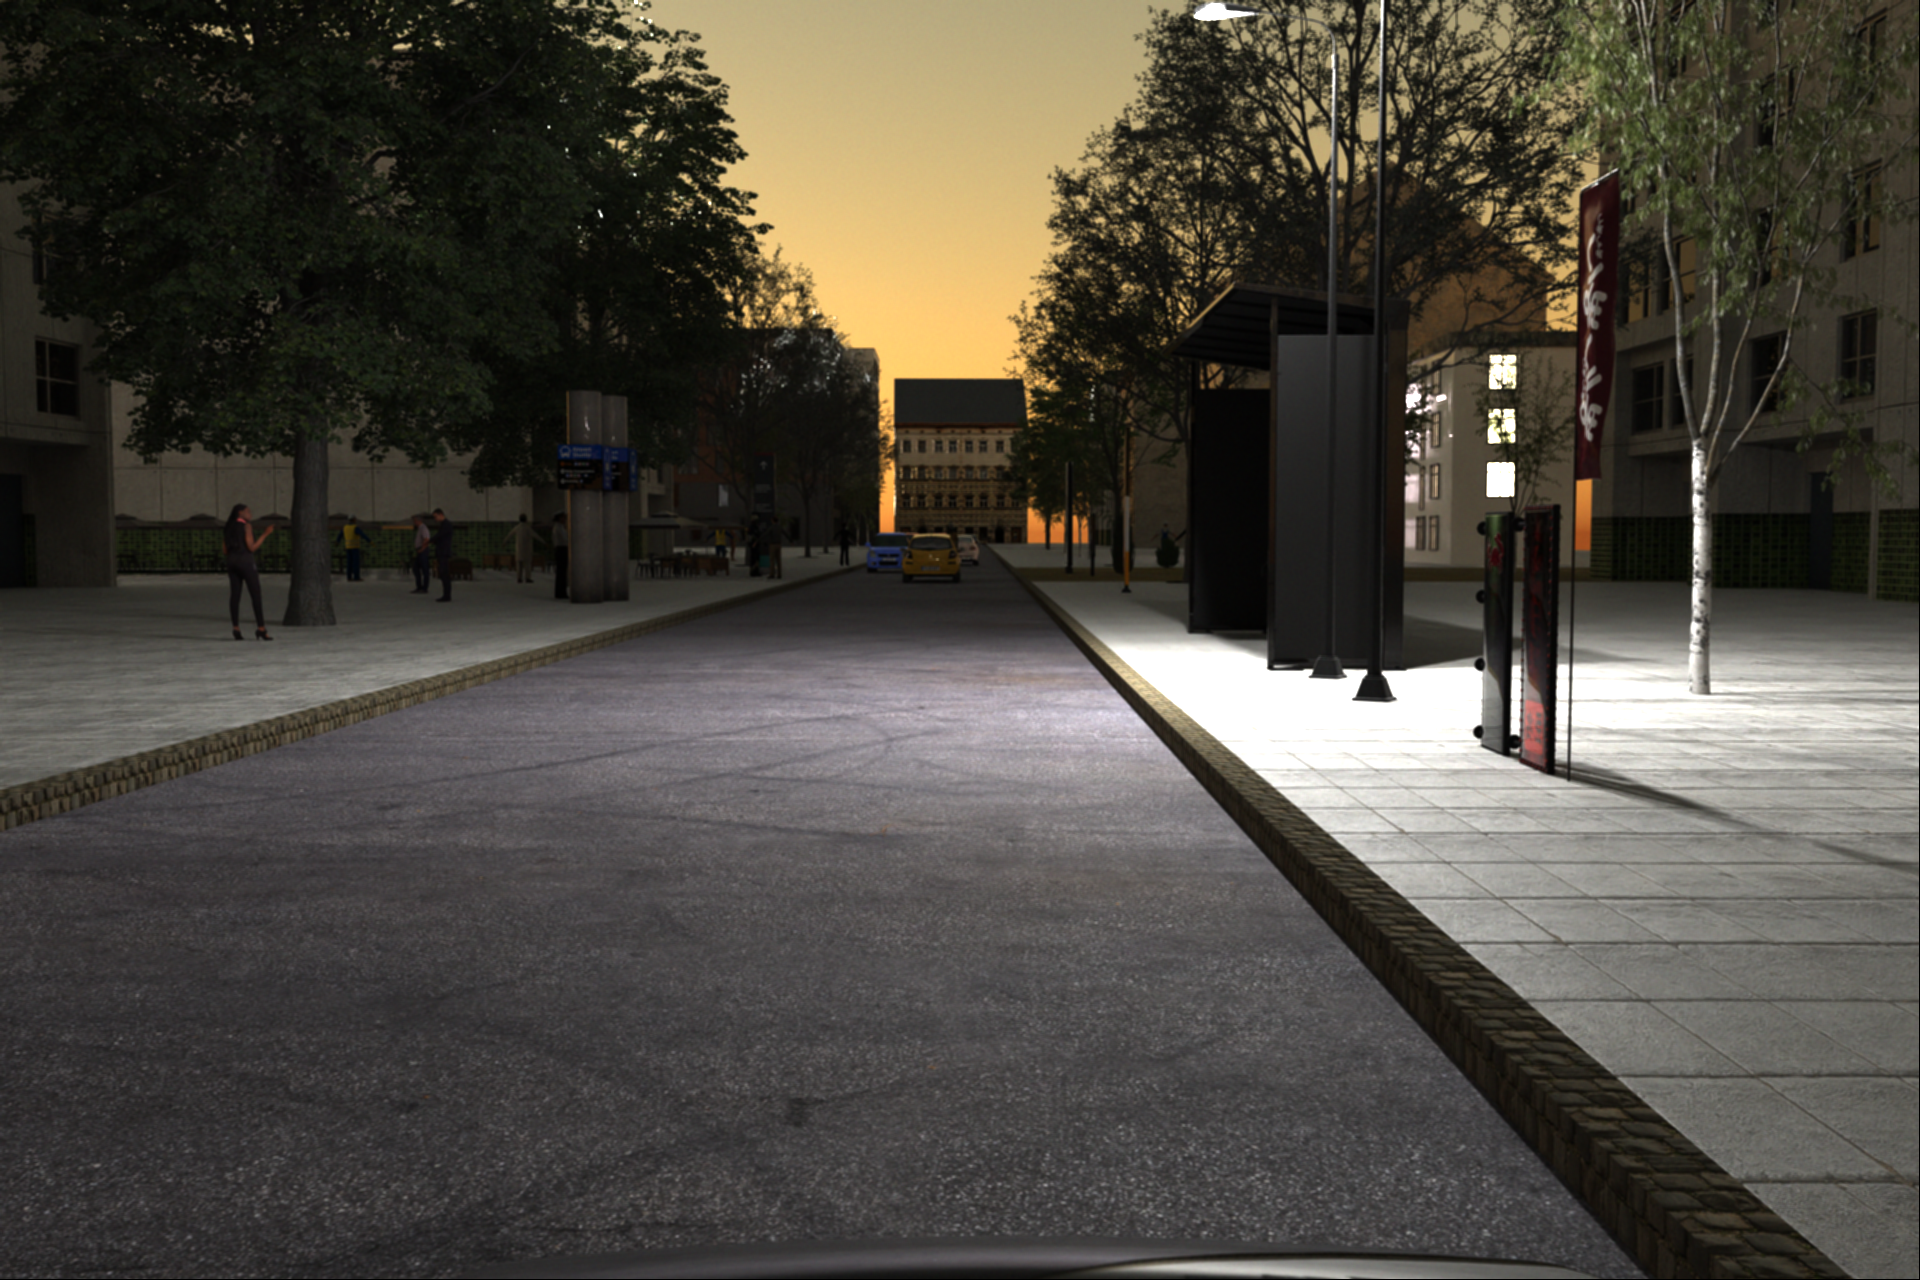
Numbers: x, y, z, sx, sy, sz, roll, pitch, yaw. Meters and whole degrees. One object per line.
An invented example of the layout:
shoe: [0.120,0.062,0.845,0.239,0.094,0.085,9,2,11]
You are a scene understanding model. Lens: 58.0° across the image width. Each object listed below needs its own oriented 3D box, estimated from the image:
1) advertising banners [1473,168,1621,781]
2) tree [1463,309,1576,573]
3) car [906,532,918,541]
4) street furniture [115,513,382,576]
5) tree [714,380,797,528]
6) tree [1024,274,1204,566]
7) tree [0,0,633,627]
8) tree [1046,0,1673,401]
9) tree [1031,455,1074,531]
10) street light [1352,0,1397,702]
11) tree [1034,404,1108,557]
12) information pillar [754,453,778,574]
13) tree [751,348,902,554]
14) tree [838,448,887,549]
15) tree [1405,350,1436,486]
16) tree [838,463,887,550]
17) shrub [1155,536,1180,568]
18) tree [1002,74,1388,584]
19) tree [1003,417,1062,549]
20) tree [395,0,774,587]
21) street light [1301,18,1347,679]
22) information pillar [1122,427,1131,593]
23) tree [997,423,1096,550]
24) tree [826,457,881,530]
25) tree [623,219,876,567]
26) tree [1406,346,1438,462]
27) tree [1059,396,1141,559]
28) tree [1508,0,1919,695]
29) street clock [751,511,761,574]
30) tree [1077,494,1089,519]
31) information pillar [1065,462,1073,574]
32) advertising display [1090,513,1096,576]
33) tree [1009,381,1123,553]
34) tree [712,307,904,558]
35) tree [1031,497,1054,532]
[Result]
advertising banners: [3.155,-0.808,9.406,0.090,3.025,2.074,0,4,0]
tree: [18.222,-6.530,57.131,4.360,8.622,3.978,0,3,0]
car: [-2.546,-4.598,84.215,2.155,1.783,4.494,0,3,0]
street furniture: [-33.402,-3.033,54.622,27.439,1.986,14.083,1,4,13]
tree: [-9.021,-7.815,78.130,4.737,8.622,4.395,0,3,0]
tree: [6.277,-8.798,69.599,9.928,11.665,9.643,0,3,0]
tree: [-9.201,-7.179,24.037,9.857,13.997,8.962,0,3,0]
tree: [6.602,-7.281,29.406,12.009,13.543,11.850,0,3,0]
tree: [7.655,-10.521,122.384,4.360,8.622,3.978,0,3,0]
street light: [3.742,-2.486,13.192,1.470,5.913,1.316,0,4,0]
tree: [6.878,-8.925,96.285,4.360,8.622,3.978,0,3,0]
information pillar: [-6.217,-4.033,55.323,0.750,3.857,0.750,0,4,0]
tree: [-8.862,-12.345,112.212,12.009,13.543,11.850,0,3,0]
tree: [-7.898,-11.895,144.839,4.737,8.622,4.395,0,3,0]
tree: [16.254,-7.076,66.063,4.737,8.622,4.395,0,3,0]
tree: [-8.247,-11.444,137.479,4.360,8.622,3.978,0,3,0]
shrub: [7.833,-3.321,65.416,1.383,1.207,1.383,0,3,0]
tree: [6.121,-8.236,45.030,12.009,13.543,11.850,0,3,0]
tree: [7.630,-13.850,152.200,9.928,11.665,9.643,0,3,0]
tree: [-9.431,-8.271,41.889,9.857,13.997,8.962,0,3,0]
street light: [3.825,-2.613,15.269,1.470,5.913,1.316,0,4,1]
information pillar: [3.659,-2.856,38.055,0.183,3.616,0.504,0,3,0]
tree: [7.130,-12.576,140.035,8.767,10.594,7.601,0,4,1]
tree: [-8.471,-10.690,125.142,4.360,8.622,3.978,0,3,0]
tree: [-8.541,-9.675,68.560,12.009,13.543,11.850,0,3,0]
tree: [12.794,-6.409,55.142,4.737,8.622,4.395,0,3,0]
tree: [6.499,-8.425,88.108,4.360,8.622,3.978,0,3,0]
tree: [5.919,-3.884,13.871,4.360,8.622,3.978,0,3,0]
street clock: [-6.443,-3.066,54.702,0.358,2.002,0.471,0,4,2]
tree: [19.067,-18.519,237.196,7.601,10.594,8.767,1,4,10]
information pillar: [3.577,-4.005,56.789,0.184,3.620,1.656,0,4,1]
advertising display: [4.069,-2.935,53.207,0.123,1.923,0.974,0,4,1]
tree: [7.086,-12.009,114.467,7.486,12.596,7.792,0,3,0]
tree: [-8.319,-11.244,94.210,12.009,13.543,11.850,0,3,0]
tree: [11.883,-17.631,238.623,4.737,8.622,4.395,0,3,0]
